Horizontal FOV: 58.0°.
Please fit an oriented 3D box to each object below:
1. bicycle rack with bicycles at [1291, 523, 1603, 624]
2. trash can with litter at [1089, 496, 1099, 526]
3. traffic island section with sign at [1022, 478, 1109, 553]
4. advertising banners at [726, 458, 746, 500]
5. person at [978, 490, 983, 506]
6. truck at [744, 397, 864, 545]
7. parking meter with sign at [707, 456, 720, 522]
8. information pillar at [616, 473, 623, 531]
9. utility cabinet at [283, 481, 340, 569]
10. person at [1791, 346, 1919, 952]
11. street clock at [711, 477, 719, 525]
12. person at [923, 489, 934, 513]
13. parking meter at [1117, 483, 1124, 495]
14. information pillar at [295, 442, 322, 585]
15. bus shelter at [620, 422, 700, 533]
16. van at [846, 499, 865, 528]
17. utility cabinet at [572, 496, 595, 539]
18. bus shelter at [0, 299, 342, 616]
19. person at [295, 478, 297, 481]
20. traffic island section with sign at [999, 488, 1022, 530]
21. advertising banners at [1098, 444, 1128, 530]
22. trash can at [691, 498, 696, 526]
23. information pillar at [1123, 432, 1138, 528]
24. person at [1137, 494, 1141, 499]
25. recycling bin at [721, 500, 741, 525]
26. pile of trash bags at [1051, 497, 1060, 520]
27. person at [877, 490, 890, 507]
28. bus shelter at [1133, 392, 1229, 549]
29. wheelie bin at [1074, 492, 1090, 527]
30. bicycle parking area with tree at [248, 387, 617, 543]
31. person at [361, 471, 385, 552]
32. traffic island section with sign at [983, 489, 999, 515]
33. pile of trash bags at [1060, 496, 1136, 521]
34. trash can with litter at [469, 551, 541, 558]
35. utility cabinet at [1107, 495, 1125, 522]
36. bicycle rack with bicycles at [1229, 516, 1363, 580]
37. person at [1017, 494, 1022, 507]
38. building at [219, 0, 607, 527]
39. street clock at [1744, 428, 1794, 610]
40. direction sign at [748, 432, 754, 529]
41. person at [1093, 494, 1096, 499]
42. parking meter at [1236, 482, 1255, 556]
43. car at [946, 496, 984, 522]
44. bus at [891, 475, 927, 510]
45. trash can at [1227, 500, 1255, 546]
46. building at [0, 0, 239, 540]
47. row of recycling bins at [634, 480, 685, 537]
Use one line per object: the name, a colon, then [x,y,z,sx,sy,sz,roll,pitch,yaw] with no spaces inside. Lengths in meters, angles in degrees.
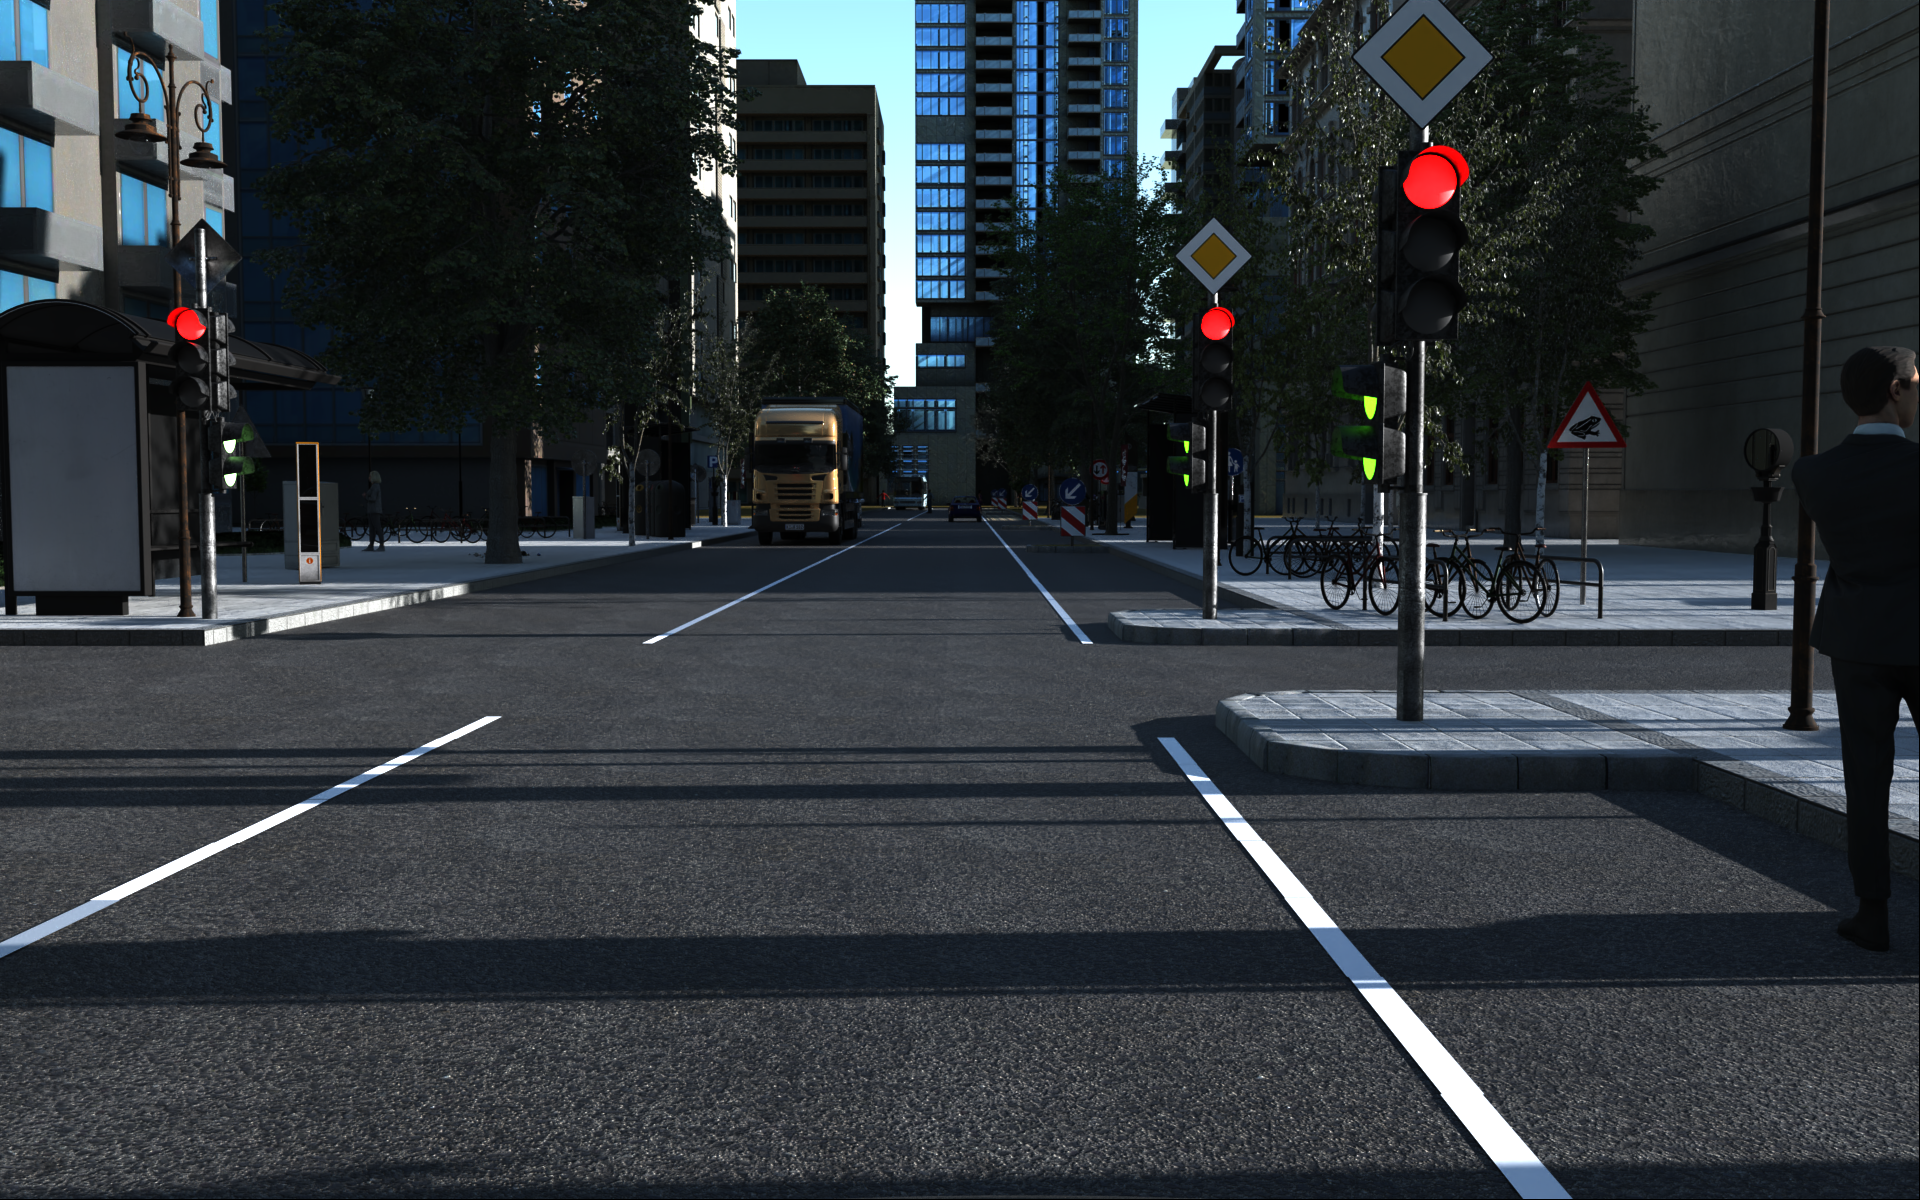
bicycle rack with bicycles: [5.445,-0.300,18.287,2.852,0.926,2.925,-1,4,-12]
trash can with litter: [5.483,-3.655,70.815,1.678,1.210,2.233,2,4,26]
traffic island section with sign: [2.647,-2.106,43.056,1.989,1.847,2.006,0,3,0]
advertising banners: [-11.040,-5.436,85.071,0.090,3.025,2.074,-3,4,-38]
person: [1.485,-6.874,121.576,0.721,1.739,1.217,0,4,4]
truck: [-4.493,-3.877,52.305,2.839,4.237,11.283,0,4,0]
parking meter with sign: [-11.308,-5.090,79.478,0.543,3.016,1.738,-1,4,-9]
information pillar: [-11.786,-3.419,60.396,0.304,2.012,0.304,-2,4,-34]
utility cabinet: [-11.145,-1.292,29.809,0.318,1.500,1.173,1,4,13]
person: [3.011,0.142,5.540,0.648,1.900,0.474,2,4,33]
street clock: [-10.153,-4.108,71.738,0.358,2.002,0.471,-1,4,-23]
person: [-2.294,-7.368,129.055,0.705,1.814,1.350,-3,4,-36]
parking meter: [8.314,-5.141,89.759,0.255,1.863,0.399,-1,4,-12]
information pillar: [-9.269,-1.233,24.651,0.304,2.012,0.304,-1,4,-20]
bus shelter: [-10.227,-4.169,59.452,1.731,3.624,6.357,0,4,0]
van: [-5.095,-4.133,74.584,2.013,2.044,4.112,0,4,-1]
utility cabinet: [-10.896,-2.387,50.181,0.306,1.237,1.020,-2,4,-33]
bus shelter: [-9.372,-1.641,20.754,2.014,3.302,5.546,0,3,0]
person: [-23.339,-3.389,61.310,0.748,1.841,0.638,-1,4,-9]
traffic island section with sign: [2.689,-3.759,70.091,1.989,1.847,2.006,0,3,0]
advertising banners: [5.440,-3.991,61.446,0.090,3.025,2.074,-2,4,-25]
trash can: [-10.798,-3.483,68.608,0.748,1.137,0.748,0,3,0]
information pillar: [6.385,-4.492,64.807,0.504,3.616,0.183,0,4,2]
person: [13.768,-7.999,137.649,1.217,1.723,0.721,0,4,-5]
recycling bin: [-9.625,-3.683,72.776,0.722,1.027,0.722,0,4,3]
pile of trash bags: [5.542,-4.756,87.517,1.912,1.369,3.447,0,4,7]
person: [-7.757,-10.204,175.265,1.348,1.831,0.705,0,3,0]
bus shelter: [5.466,-3.174,43.170,1.731,3.624,6.357,0,4,0]
wheelie bin: [4.794,-3.698,68.370,0.693,1.594,0.980,0,4,1]
bicycle parking area with tree: [-15.486,-3.794,49.033,9.016,4.147,8.231,2,4,24]
person: [-13.119,-1.982,38.630,0.526,1.800,0.537,-1,4,-12]
traffic island section with sign: [2.790,-6.786,119.583,1.989,1.847,2.006,0,3,0]
pile of trash bags: [6.827,-4.492,83.204,1.912,1.369,3.447,-3,5,-42]
trash can with litter: [-9.508,-1.505,35.664,1.678,1.210,2.233,0,4,-1]
utility cabinet: [7.246,-4.167,79.295,1.020,1.237,0.306,3,4,39]
bicycle rack with bicycles: [5.656,-0.833,27.002,2.925,0.926,2.852,0,4,0]
person: [5.927,-9.938,169.058,0.721,1.766,1.217,-2,4,-28]
building: [-23.421,-25.843,72.643,14.600,45.320,14.200,0,3,0]
street clock: [8.925,-0.893,19.167,0.358,2.002,0.471,-2,4,-25]
direction sign: [-7.680,-4.408,64.062,0.379,3.537,0.876,0,4,6]
person: [10.650,-7.841,137.479,0.697,1.427,0.421,1,4,18]
parking meter: [5.894,-1.675,35.793,0.372,1.533,0.369,0,3,0]
car: [0.264,-4.719,89.735,1.945,1.354,3.894,0,4,0]
bus: [-4.522,-9.996,158.293,2.948,3.499,13.247,0,4,1]
trash can: [6.902,-1.896,42.660,0.748,1.137,0.748,0,3,0]
building: [-33.359,-25.851,42.276,23.786,49.044,30.456,0,3,0]
row of recycling bins: [-9.142,-2.797,52.845,1.069,1.692,3.534,-2,4,-23]
